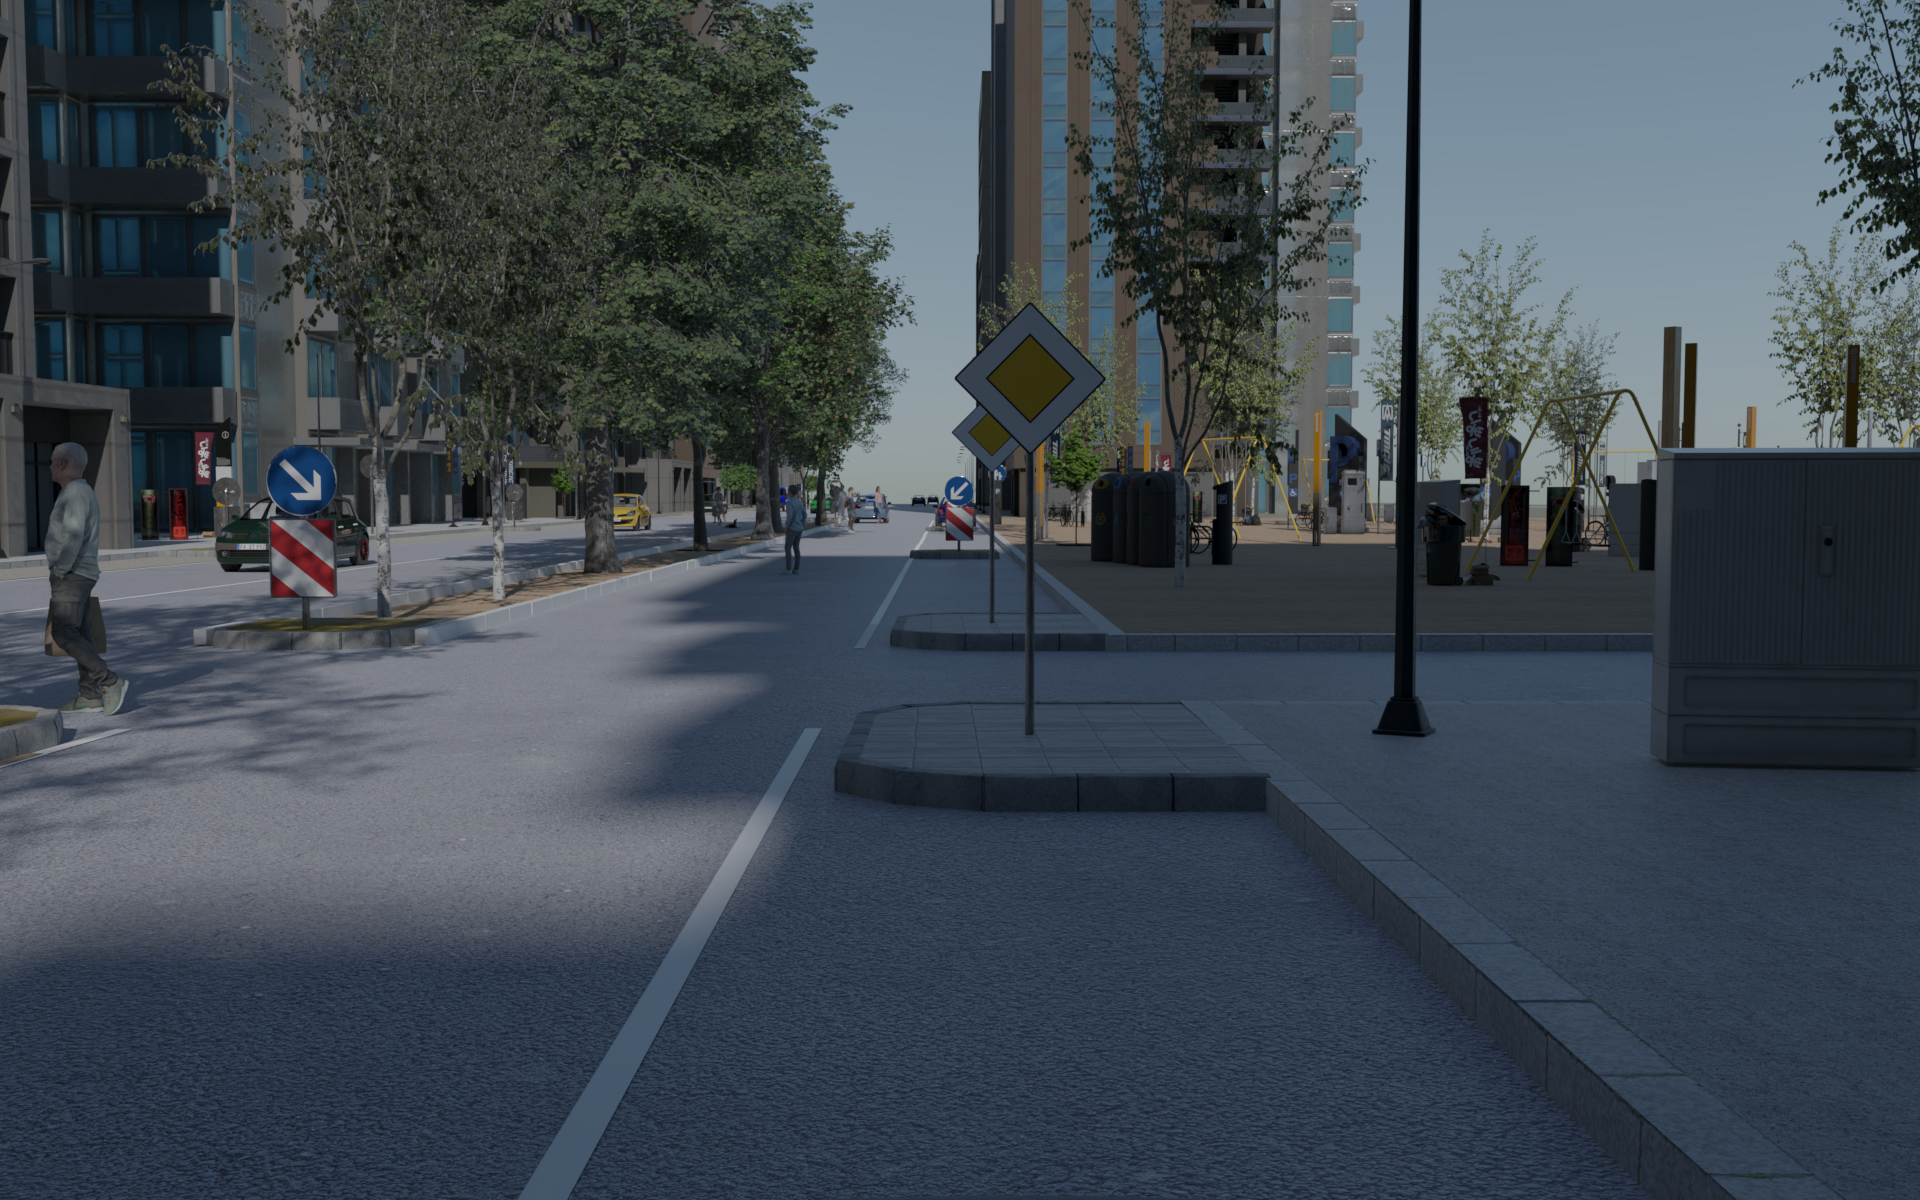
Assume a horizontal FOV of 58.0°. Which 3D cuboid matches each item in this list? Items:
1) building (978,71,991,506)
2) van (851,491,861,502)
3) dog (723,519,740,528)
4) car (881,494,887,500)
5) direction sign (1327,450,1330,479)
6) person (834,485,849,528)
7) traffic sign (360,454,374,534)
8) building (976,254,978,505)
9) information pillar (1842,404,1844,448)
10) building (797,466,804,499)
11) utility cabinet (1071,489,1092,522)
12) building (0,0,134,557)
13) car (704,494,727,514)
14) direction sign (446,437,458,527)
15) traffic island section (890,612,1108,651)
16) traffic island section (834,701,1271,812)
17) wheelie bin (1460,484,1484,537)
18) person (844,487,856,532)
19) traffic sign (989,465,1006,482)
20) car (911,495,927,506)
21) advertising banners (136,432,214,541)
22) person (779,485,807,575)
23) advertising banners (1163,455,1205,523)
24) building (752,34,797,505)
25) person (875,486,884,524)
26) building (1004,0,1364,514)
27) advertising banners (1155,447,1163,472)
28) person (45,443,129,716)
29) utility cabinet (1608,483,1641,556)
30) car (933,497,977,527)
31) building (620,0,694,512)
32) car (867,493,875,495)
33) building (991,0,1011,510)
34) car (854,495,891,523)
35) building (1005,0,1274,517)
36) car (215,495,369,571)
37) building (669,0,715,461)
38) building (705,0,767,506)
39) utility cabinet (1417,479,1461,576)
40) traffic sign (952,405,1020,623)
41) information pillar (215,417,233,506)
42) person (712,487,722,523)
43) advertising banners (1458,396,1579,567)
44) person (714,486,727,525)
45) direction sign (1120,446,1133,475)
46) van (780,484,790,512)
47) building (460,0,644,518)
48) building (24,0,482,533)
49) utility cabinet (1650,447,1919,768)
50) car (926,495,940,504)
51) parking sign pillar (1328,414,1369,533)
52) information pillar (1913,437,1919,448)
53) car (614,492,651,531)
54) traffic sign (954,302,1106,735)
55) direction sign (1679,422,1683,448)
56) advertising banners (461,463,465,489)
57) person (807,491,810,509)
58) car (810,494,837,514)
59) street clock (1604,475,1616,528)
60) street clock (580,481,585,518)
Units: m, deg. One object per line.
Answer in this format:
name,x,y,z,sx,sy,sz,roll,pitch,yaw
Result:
building,12.852,-34.697,190.996,21.300,48.544,21.600,0,4,0
van,-14.093,-13.822,232.998,2.013,2.044,4.112,0,4,-2
dog,-9.578,-3.205,72.600,0.748,0.427,0.550,3,4,38
car,-10.822,-13.703,233.084,2.155,1.783,4.494,0,4,-1
direction sign,19.148,-5.972,89.632,0.379,3.537,0.876,0,4,-5
person,-4.986,-4.021,74.116,0.818,1.842,0.514,0,4,7
traffic sign,-18.897,-3.396,55.631,0.768,2.556,0.104,0,4,2
building,8.902,-26.767,209.342,14.160,30.474,14.107,0,4,0
information pillar,22.536,-3.219,43.988,0.183,3.616,0.504,0,4,0
building,-29.211,-36.072,239.886,14.600,45.320,14.200,0,4,0
utility cabinet,5.575,-4.324,79.374,0.318,1.500,1.173,-3,4,-36
building,-29.608,-36.437,33.995,20.563,71.187,20.611,0,4,0
car,-17.473,-6.868,122.084,2.009,1.686,4.222,0,3,0
direction sign,-19.666,-4.594,67.115,0.379,3.537,0.876,-3,5,-44
traffic island section,0.338,0.308,17.237,2.009,0.180,2.903,0,4,0
traffic island section,0.392,0.797,9.252,2.009,0.180,2.903,0,4,0
wheelie bin,15.291,-2.691,51.900,0.980,1.594,0.693,0,3,0
person,-4.089,-3.387,64.876,0.522,1.701,0.512,-1,4,-18
traffic sign,1.625,-4.586,75.087,0.768,2.556,0.104,0,4,5
car,-4.978,-12.043,209.482,1.945,1.354,3.894,0,4,-1
advertising banners,-21.809,-3.182,48.216,2.074,3.025,0.090,-3,4,-39
person,-2.981,-1.265,30.998,0.330,1.601,0.589,3,4,38
advertising banners,9.862,-4.937,76.913,2.074,3.025,0.090,2,4,27
building,-32.443,-41.354,218.136,21.231,58.520,28.212,0,4,0
person,-3.894,-4.572,83.265,0.388,1.821,0.555,1,4,22
building,15.165,-30.782,122.902,23.786,49.044,30.456,0,4,0
advertising banners,7.097,-4.181,64.554,0.090,3.025,2.074,2,4,25
person,-5.775,-0.148,11.411,0.515,1.767,0.782,-2,4,-24
utility cabinet,13.990,-1.649,35.636,1.173,1.500,0.318,2,4,28
car,-0.201,-3.816,74.977,1.945,1.354,3.894,0,4,-2
building,-30.516,-42.302,129.890,20.563,71.187,20.611,0,4,0
car,-9.687,-11.178,192.348,1.945,1.707,3.694,0,4,2
building,13.205,-37.338,152.477,21.231,58.520,28.212,0,4,0
car,-4.422,-4.535,86.150,2.014,1.417,4.499,0,4,-1
building,9.807,-27.559,100.693,14.600,45.320,14.200,0,4,0
car,-12.792,-1.440,33.332,2.009,1.686,4.222,0,4,0
building,-28.617,-30.456,148.065,14.600,45.320,14.200,0,4,0
building,-35.612,-36.733,189.824,28.713,52.752,27.495,0,4,0
utility cabinet,7.328,-1.099,26.642,0.318,1.500,1.173,0,4,-4
traffic sign,0.315,-0.827,17.160,0.795,2.450,0.064,0,4,0
information pillar,-22.238,-3.733,52.386,0.504,3.616,0.183,0,4,4
person,-11.805,-4.618,84.234,0.478,1.798,0.641,-3,4,-38
advertising banners,9.914,-2.117,30.802,2.074,3.025,0.090,1,4,19
person,-10.977,-4.318,79.441,0.599,1.781,0.374,2,4,24
direction sign,7.864,-5.501,81.941,0.379,3.537,0.876,-3,4,-38
van,-15.027,-8.425,142.127,2.240,2.365,5.245,0,4,2
building,-31.922,-27.607,105.993,22.147,44.769,28.867,0,4,0
building,-33.178,-27.432,68.118,23.786,49.044,30.456,0,4,0
utility cabinet,3.913,0.033,8.138,1.173,1.500,0.318,0,4,8
car,-3.860,-14.431,248.519,1.945,1.354,3.894,0,3,0
parking sign pillar,12.914,-4.233,57.681,1.447,3.967,1.447,-3,4,-37
information pillar,35.830,-4.487,64.716,0.504,3.616,0.183,0,4,-5
car,-13.173,-3.512,67.640,2.015,1.641,3.980,0,4,-1
traffic sign,0.368,-0.338,9.175,0.795,2.450,0.064,0,4,0
direction sign,22.715,-3.842,54.806,0.379,3.537,0.876,-3,4,-38
advertising banners,-26.578,-5.749,90.180,2.074,3.025,0.090,1,4,18
person,-14.348,-9.504,164.602,0.721,1.735,1.217,0,4,-2
car,-10.038,-7.250,127.337,1.959,1.807,4.718,0,4,-1
street clock,24.923,-3.785,66.462,0.358,2.002,0.471,-1,4,-12
street clock,-20.218,-5.382,92.568,0.358,2.002,0.471,-1,4,-16
